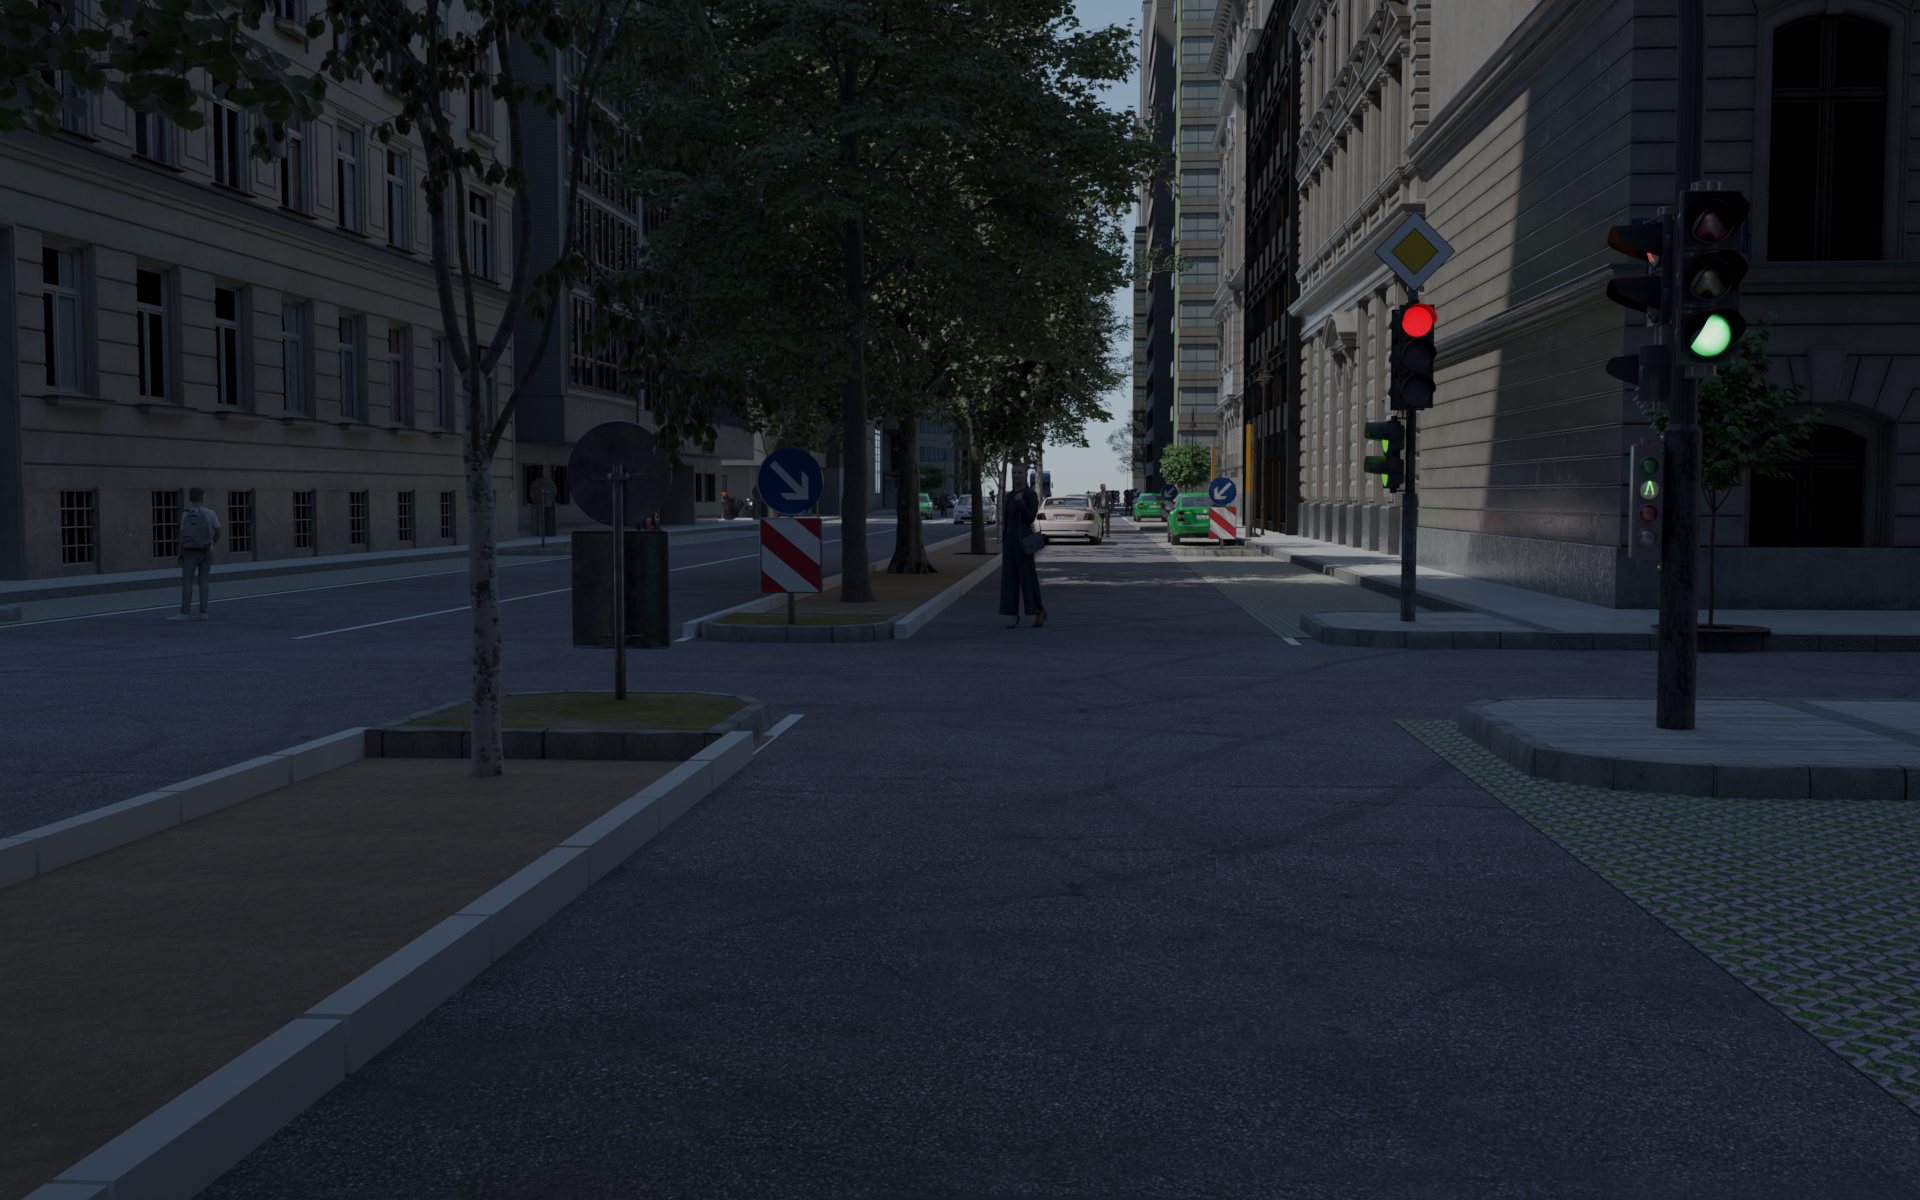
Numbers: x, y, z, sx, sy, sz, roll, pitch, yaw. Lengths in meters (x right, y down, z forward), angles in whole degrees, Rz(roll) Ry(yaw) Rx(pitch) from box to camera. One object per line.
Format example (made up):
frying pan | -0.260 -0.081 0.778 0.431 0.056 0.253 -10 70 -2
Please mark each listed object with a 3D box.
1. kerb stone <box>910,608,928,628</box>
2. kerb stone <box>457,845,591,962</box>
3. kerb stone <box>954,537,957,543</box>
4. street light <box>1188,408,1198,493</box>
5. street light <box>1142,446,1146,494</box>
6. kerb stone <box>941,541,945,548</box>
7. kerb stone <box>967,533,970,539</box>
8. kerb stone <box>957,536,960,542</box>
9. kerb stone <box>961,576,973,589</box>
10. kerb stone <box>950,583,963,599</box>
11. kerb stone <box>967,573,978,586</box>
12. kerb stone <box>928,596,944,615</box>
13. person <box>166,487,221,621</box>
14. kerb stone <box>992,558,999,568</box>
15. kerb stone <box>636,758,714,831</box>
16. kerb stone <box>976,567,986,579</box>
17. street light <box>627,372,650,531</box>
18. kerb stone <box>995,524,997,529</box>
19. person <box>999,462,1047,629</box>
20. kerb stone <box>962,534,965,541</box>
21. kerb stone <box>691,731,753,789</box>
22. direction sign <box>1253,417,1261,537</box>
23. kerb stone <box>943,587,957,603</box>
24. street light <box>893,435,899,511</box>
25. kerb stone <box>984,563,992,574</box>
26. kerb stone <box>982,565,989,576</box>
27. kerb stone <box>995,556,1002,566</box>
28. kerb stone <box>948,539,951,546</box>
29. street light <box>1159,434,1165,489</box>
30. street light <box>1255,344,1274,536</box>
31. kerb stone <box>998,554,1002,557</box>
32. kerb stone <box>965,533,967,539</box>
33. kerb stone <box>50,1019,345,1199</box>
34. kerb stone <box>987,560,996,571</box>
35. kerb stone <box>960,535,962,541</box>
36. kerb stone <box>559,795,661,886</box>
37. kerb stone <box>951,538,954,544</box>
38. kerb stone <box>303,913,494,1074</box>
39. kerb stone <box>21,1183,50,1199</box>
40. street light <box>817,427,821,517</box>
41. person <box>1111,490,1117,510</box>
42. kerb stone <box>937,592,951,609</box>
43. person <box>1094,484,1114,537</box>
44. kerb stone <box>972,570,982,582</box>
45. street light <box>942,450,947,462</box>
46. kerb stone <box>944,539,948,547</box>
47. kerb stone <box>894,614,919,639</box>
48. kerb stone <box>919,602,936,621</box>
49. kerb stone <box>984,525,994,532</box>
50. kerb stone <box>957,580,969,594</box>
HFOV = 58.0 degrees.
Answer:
kerb stone | -0.479 0.218 18.629 0.120 0.150 1.000 0 4 4
kerb stone | -1.449 1.006 5.800 0.120 0.150 1.000 0 4 4
kerb stone | -0.255 -1.666 49.433 0.120 0.150 1.000 0 4 4
street light | 12.277 -7.258 91.461 0.468 5.910 1.993 0 4 4
street light | 17.858 -11.922 167.706 0.468 5.910 1.993 0 4 4
kerb stone | -0.562 -1.416 45.351 0.120 0.150 1.000 0 4 4
kerb stone | 0.130 -1.979 54.548 0.120 0.150 1.000 0 4 4
kerb stone | -0.169 -1.729 50.468 0.120 0.150 1.000 0 4 4
kerb stone | 0.061 -0.219 25.772 0.120 0.150 1.000 0 4 4
kerb stone | -0.095 -0.094 23.734 0.120 0.150 1.000 0 4 4
kerb stone | 0.139 -0.281 26.791 0.120 0.150 1.000 0 4 4
kerb stone | -0.325 0.093 20.672 0.120 0.150 1.000 0 4 4
person | -8.671 -0.521 19.617 0.523 1.515 0.503 1 4 14
kerb stone | 0.607 -0.655 32.926 0.120 0.150 1.000 0 4 4
kerb stone | -1.294 0.881 7.847 0.120 0.150 1.000 0 4 4
kerb stone | 0.295 -0.404 28.838 0.120 0.150 1.000 0 4 4
street light | -10.697 -5.182 57.506 0.468 5.910 1.993 0 4 4
kerb stone | 1.298 -2.914 69.872 0.120 0.150 1.000 0 4 4
person | 0.652 -0.589 18.557 0.576 1.772 0.534 2 4 29
kerb stone | -0.020 -1.848 52.508 0.120 0.150 1.000 0 4 4
kerb stone | -1.216 0.815 8.869 0.120 0.150 1.000 0 4 4
direction sign | 8.785 -3.640 51.512 0.379 3.537 0.876 1 4 15
kerb stone | -0.169 -0.032 22.711 0.120 0.150 1.000 0 4 4
street light | -4.923 -9.847 133.778 0.468 5.910 1.993 0 4 4
kerb stone | 0.445 -0.518 30.877 0.120 0.150 1.000 0 4 4
kerb stone | 0.371 -0.469 29.857 0.120 0.150 1.000 0 4 4
kerb stone | 0.679 -0.716 33.945 0.120 0.150 1.000 0 4 4
kerb stone | -0.407 -1.538 47.395 0.120 0.150 1.000 0 4 4
street light | 15.097 -9.596 129.686 0.468 5.910 1.993 0 4 4
street light | 9.369 -4.934 53.452 0.468 5.910 1.993 0 4 4
kerb stone | 0.762 -0.778 34.964 0.120 0.150 1.000 0 4 4
kerb stone | 0.056 -1.916 53.526 0.120 0.150 1.000 0 4 4
kerb stone | -1.605 1.132 3.748 0.120 0.150 1.000 0 4 4
kerb stone | 0.528 -0.594 31.900 0.120 0.150 1.000 0 4 4
kerb stone | -0.100 -1.789 51.488 0.120 0.150 1.000 0 4 4
kerb stone | -1.371 0.940 6.822 0.120 0.150 1.000 0 4 4
kerb stone | -0.334 -1.604 48.414 0.120 0.150 1.000 0 4 4
kerb stone | -1.525 1.065 4.776 0.120 0.150 1.000 0 4 4
kerb stone | -1.678 1.191 2.724 0.120 0.150 1.000 0 4 4
street light | -7.824 -7.494 95.311 0.468 5.910 1.993 0 4 4
person | 13.505 -8.793 152.276 0.705 1.822 1.348 -1 4 -16
kerb stone | -0.247 0.031 21.692 0.120 0.150 1.000 0 4 4
person | 4.723 -2.932 56.837 0.661 1.777 0.834 0 4 -1
kerb stone | 0.216 -0.343 27.810 0.120 0.150 1.000 0 4 4
street light | -1.554 -12.565 178.220 0.468 5.910 1.993 0 4 4
kerb stone | -0.489 -1.478 46.370 0.120 0.150 1.000 0 4 4
kerb stone | -0.553 0.282 17.610 0.120 0.150 1.000 0 4 4
kerb stone | -0.403 0.156 19.648 0.120 0.150 1.000 0 4 4
kerb stone | 1.139 -2.785 67.827 0.120 0.150 1.000 0 4 4
kerb stone | -0.007 -0.156 24.752 0.120 0.150 1.000 0 4 4
